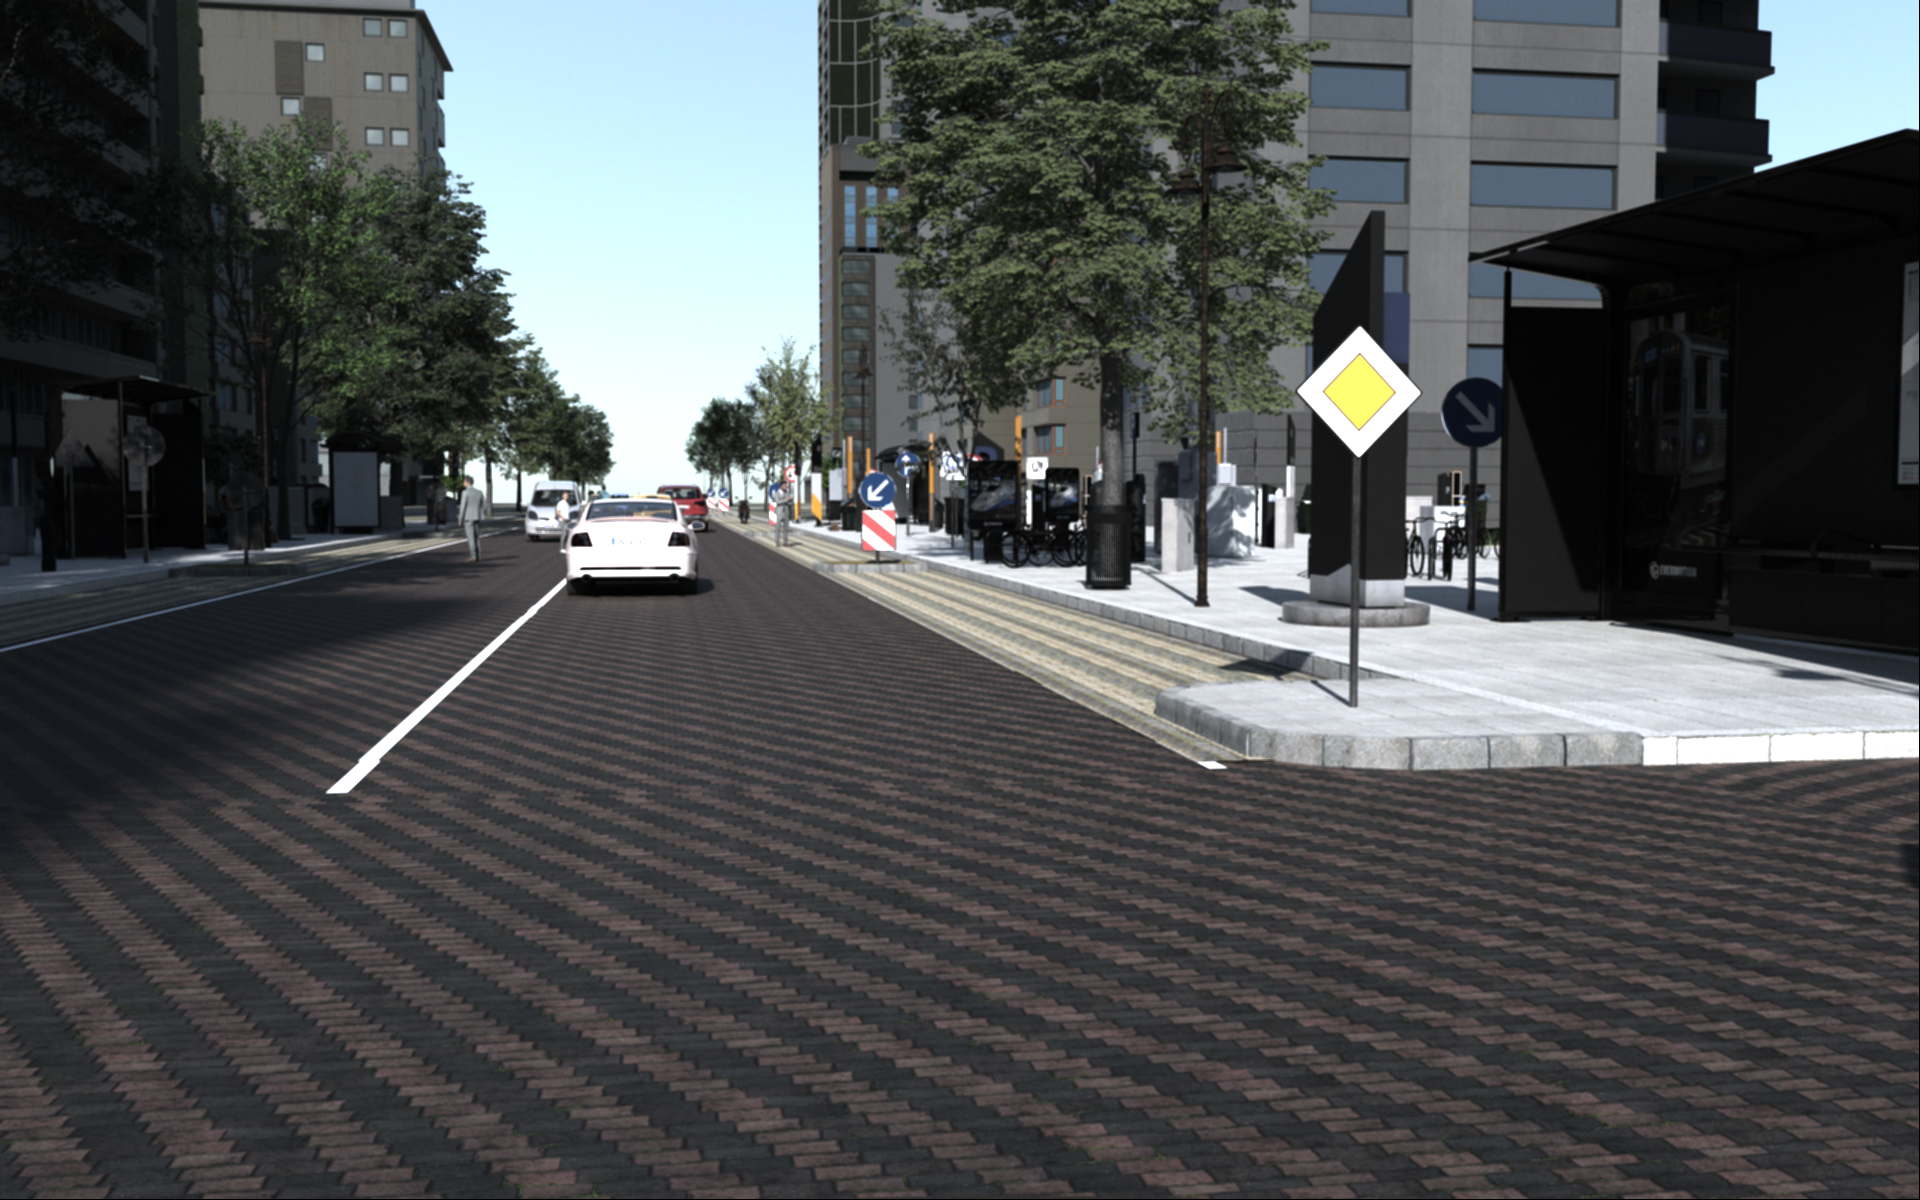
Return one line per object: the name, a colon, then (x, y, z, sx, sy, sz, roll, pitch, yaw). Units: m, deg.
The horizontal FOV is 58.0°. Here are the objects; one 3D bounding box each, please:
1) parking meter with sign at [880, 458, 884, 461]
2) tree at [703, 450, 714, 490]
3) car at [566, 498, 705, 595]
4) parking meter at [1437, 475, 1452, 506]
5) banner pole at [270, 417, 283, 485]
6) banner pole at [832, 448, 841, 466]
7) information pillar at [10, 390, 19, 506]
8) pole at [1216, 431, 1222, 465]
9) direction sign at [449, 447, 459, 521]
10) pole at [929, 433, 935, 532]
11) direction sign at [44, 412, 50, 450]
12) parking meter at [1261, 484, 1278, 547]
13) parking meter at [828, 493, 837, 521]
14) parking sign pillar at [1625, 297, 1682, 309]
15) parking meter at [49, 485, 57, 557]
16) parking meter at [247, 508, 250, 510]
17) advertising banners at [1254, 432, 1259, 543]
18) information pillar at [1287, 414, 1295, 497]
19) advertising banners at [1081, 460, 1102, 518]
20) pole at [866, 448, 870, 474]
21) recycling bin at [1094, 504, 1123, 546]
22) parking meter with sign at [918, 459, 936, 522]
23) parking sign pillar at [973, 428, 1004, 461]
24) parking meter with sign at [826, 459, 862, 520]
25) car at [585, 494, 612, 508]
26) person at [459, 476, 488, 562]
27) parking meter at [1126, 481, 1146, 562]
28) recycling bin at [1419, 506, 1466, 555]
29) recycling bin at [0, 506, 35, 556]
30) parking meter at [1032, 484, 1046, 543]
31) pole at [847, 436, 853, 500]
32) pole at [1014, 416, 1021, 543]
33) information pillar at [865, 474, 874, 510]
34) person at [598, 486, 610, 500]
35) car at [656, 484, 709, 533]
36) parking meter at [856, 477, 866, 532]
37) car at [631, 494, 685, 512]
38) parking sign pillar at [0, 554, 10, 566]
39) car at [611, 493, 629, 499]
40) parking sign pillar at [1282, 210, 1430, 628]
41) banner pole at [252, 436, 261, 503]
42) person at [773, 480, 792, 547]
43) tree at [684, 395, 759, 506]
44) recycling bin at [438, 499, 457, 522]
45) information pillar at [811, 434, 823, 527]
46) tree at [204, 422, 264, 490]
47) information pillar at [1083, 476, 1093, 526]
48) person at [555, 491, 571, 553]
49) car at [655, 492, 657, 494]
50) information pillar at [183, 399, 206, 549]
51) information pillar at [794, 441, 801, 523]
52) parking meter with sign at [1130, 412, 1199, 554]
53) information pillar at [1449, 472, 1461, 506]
parking meter with sign: (-3.425, -5.225, 81.682, 0.543, 3.016, 1.738, -1, 4, -9)
tree: (-28.149, -15.415, 202.390, 4.360, 8.622, 3.978, 0, 3, 0)
car: (-4.877, -0.833, 25.987, 2.083, 1.381, 4.827, -1, 4, -9)
parking meter: (14.579, -2.839, 52.134, 0.399, 1.863, 0.255, -3, 5, -39)
banner pole: (-21.997, -4.027, 55.863, 0.401, 3.779, 0.863, 1, 4, 12)
banner pole: (-5.695, -5.648, 82.355, 0.863, 3.779, 0.401, 1, 4, 17)
information pillar: (-21.463, -2.936, 39.352, 0.183, 3.616, 0.504, -2, 4, -26)
pole: (8.409, -3.823, 56.349, 0.158, 3.312, 0.155, 0, 3, 0)
direction sign: (-23.925, -5.497, 81.880, 0.379, 3.537, 0.876, -3, 5, -44)
pole: (-0.936, -3.932, 58.136, 0.158, 3.312, 0.155, 0, 3, 0)
direction sign: (-24.921, -3.409, 47.741, 0.876, 3.537, 0.379, 2, 4, 31)
parking meter: (7.479, -2.046, 41.863, 0.372, 1.533, 0.369, 0, 3, 0)
parking meter: (-6.175, -4.777, 83.814, 0.399, 1.863, 0.255, 2, 4, 33)
parking sign pillar: (7.782, -1.909, 19.681, 1.447, 3.967, 1.447, -1, 4, -17)
parking meter: (-18.420, -1.820, 35.471, 0.399, 1.863, 0.255, 1, 4, 20)
parking meter: (-27.885, -3.618, 67.567, 0.372, 1.533, 0.369, 0, 3, 0)
advertising banners: (7.838, -3.034, 45.786, 0.090, 3.025, 2.074, 0, 4, 8)
information pillar: (9.709, -3.639, 50.852, 0.183, 3.616, 0.504, 2, 4, 30)
advertising banners: (6.326, -5.562, 87.123, 2.074, 3.025, 0.090, 1, 4, 12)
pole: (-4.083, -5.098, 77.203, 0.158, 3.312, 0.155, 0, 3, 0)
recycling bin: (3.681, -1.791, 41.834, 0.722, 1.027, 0.722, -1, 4, -19)
parking meter with sign: (-1.555, -5.074, 79.226, 0.543, 3.016, 1.738, 1, 4, 11)
parking sign pillar: (1.111, -5.011, 70.398, 1.447, 3.967, 1.447, 1, 4, 21)
parking meter with sign: (-5.735, -5.456, 85.468, 1.738, 3.016, 0.543, 0, 4, 1)
car: (-21.909, -5.829, 105.522, 2.015, 1.641, 3.980, -1, 4, -8)
person: (-10.298, -1.711, 36.569, 0.391, 1.810, 0.635, 2, 4, 24)
parking meter: (3.318, -1.487, 32.716, 0.372, 1.533, 0.369, 0, 3, 0)
recycling bin: (10.210, -1.475, 36.664, 0.722, 1.027, 0.722, -1, 4, -12)
recycling bin: (-19.806, -1.444, 36.166, 0.722, 1.027, 0.722, -1, 4, -17)
parking meter: (2.061, -2.252, 45.224, 0.372, 1.533, 0.369, 0, 3, 0)
pole: (-3.901, -4.125, 61.292, 0.158, 3.312, 0.155, 0, 3, 0)
pole: (1.505, -3.135, 45.104, 0.158, 3.312, 0.155, 0, 3, 0)
information pillar: (-3.276, -3.521, 62.063, 0.304, 2.012, 0.304, -1, 4, -20)
person: (-16.327, -4.344, 79.538, 0.620, 1.820, 0.660, 3, 5, 39)
car: (-10.693, -3.495, 65.817, 2.281, 1.827, 5.304, -1, 4, -12)
parking meter: (-3.327, -3.234, 58.590, 0.399, 1.863, 0.255, 0, 4, 0)
car: (-9.288, -2.564, 52.147, 2.015, 1.641, 3.980, -1, 4, -11)
parking sign pillar: (-17.835, -2.595, 30.901, 1.447, 3.967, 1.447, 0, 4, 0)
car: (-25.877, -7.475, 131.802, 1.945, 1.707, 3.694, 0, 4, -8)
parking sign pillar: (3.959, -1.759, 17.227, 1.447, 3.967, 1.447, -1, 4, -13)
banner pole: (-30.574, -5.221, 75.374, 0.863, 3.779, 0.401, 3, 5, 41)
person: (-4.753, -2.326, 46.709, 0.466, 1.800, 0.511, 3, 5, 44)
tree: (-24.325, -15.689, 182.268, 9.928, 11.665, 9.643, 0, 3, 0)
recycling bin: (-23.954, -4.175, 80.815, 0.722, 1.027, 0.722, 1, 4, 18)
information pillar: (-5.611, -4.681, 67.892, 0.183, 3.616, 0.504, 3, 5, 40)
tree: (-33.298, -5.817, 78.822, 4.285, 4.588, 4.351, 0, 3, 0)
information pillar: (5.080, -3.941, 68.924, 0.304, 2.012, 0.304, -1, 4, -20)
person: (-9.597, -1.899, 42.147, 0.523, 1.515, 0.503, -1, 4, -13)
car: (-34.832, -11.560, 198.601, 1.945, 1.707, 3.694, -1, 4, -12)
information pillar: (-17.936, -3.009, 40.556, 0.504, 3.616, 0.183, 1, 4, 11)
information pillar: (-7.144, -5.193, 76.254, 0.183, 3.616, 0.504, 1, 4, 13)
parking meter with sign: (4.538, -2.492, 37.002, 1.738, 3.016, 0.543, 0, 4, -6)
information pillar: (16.184, -3.192, 56.685, 0.304, 2.012, 0.304, -1, 4, -11)
